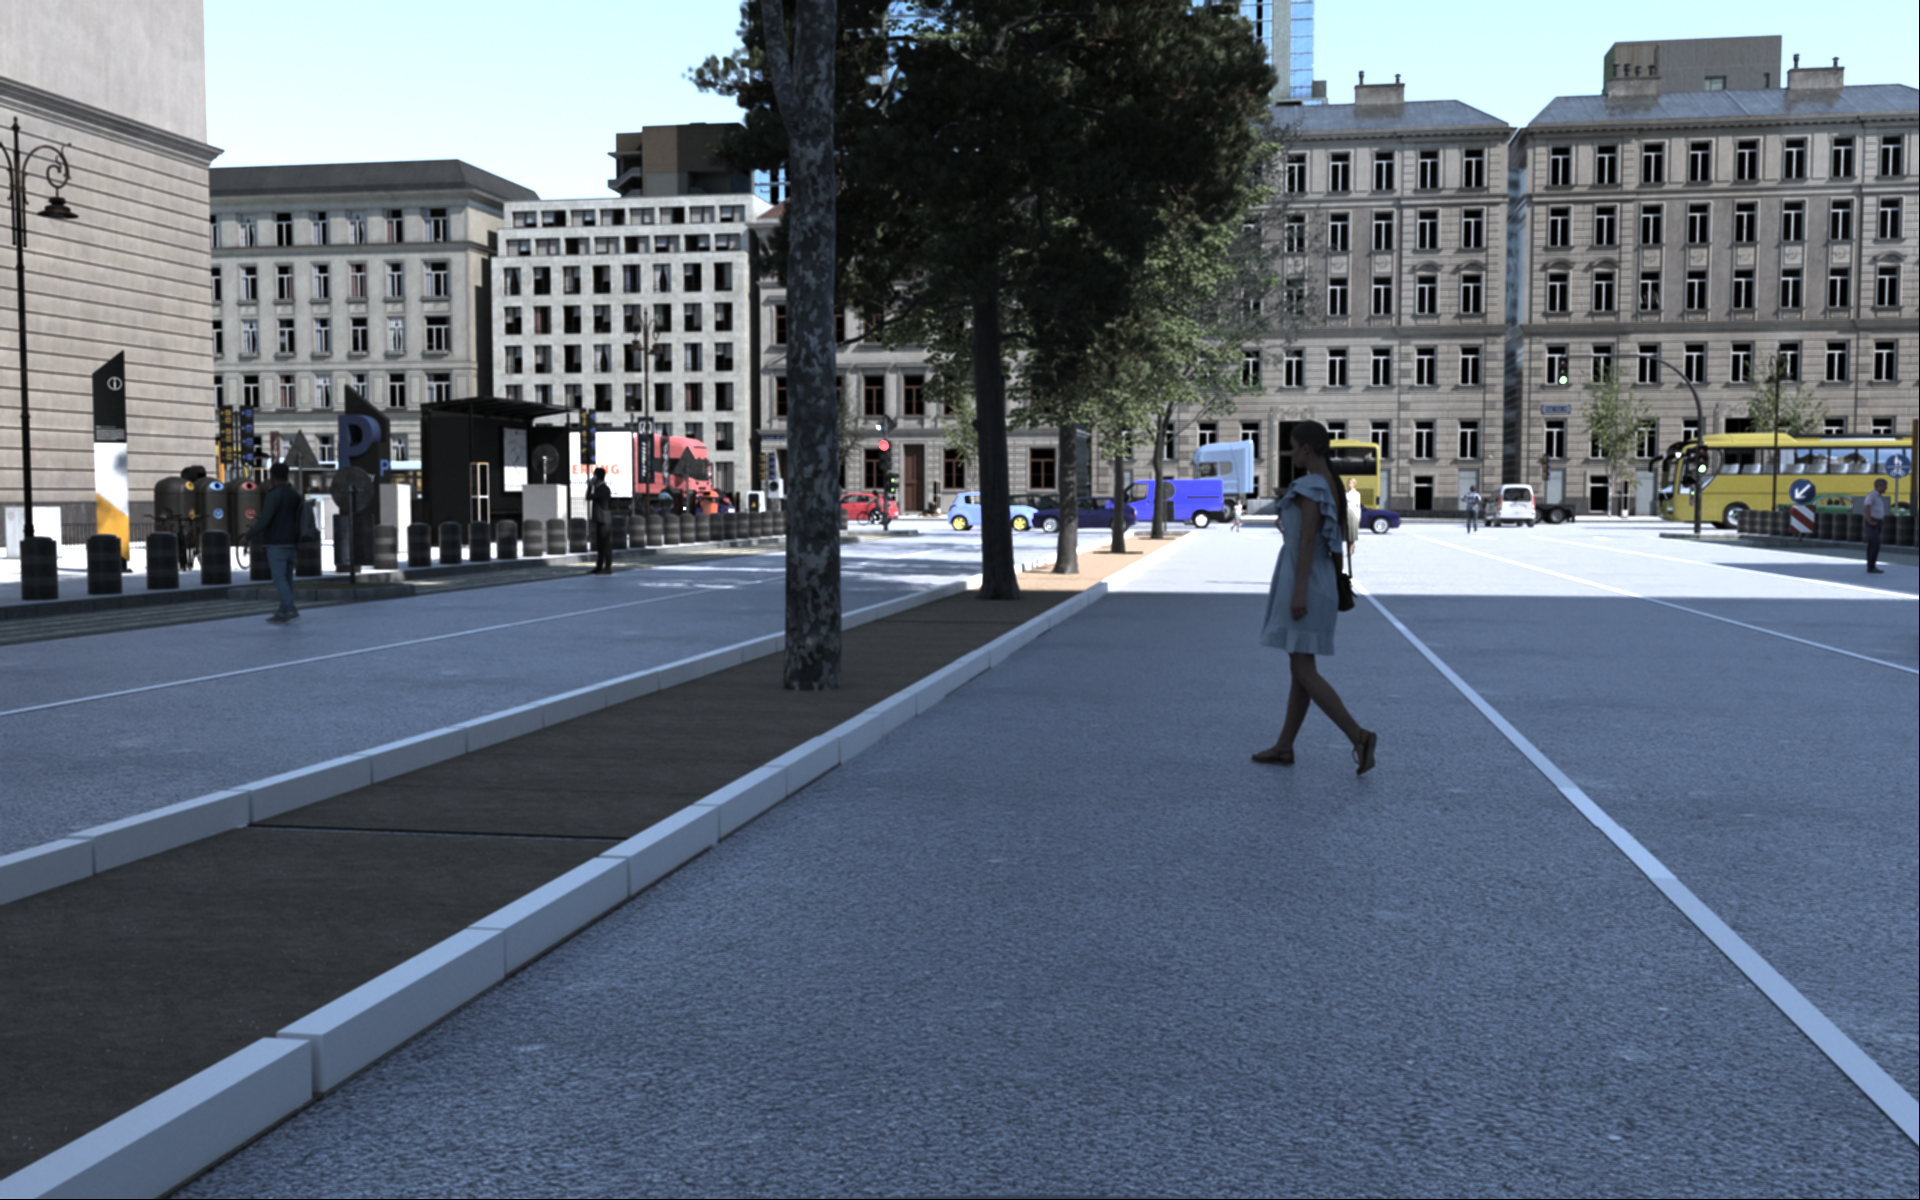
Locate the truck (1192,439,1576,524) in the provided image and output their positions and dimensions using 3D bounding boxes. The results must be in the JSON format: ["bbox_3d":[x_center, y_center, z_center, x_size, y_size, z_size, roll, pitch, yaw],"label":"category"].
[{"bbox_3d":[20.094,-5.803,84.643,18.799,4.110,2.967,1,4,10],"label":"truck"}]

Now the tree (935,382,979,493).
[{"bbox_3d":[0.681,-9.223,101.156,4.737,8.622,4.395,0,3,0],"label":"tree"}]

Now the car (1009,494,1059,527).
[{"bbox_3d":[3.333,-3.849,72.713,4.222,1.686,2.009,1,4,10],"label":"car"}]

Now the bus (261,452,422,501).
[{"bbox_3d":[-27.467,-5.360,82.491,13.247,3.499,2.948,1,4,10],"label":"bus"}]

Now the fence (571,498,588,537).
[{"bbox_3d":[-11.973,-2.516,52.333,2.264,1.192,0.480,2,4,33],"label":"fence"}]

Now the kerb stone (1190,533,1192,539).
[{"bbox_3d":[6.987,-1.903,53.315,0.120,0.150,1.000,1,4,10],"label":"kerb stone"}]

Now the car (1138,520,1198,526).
[{"bbox_3d":[9.289,-4.168,79.940,4.920,1.459,2.131,1,4,11],"label":"car"}]

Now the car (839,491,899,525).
[{"bbox_3d":[-5.173,-4.497,82.563,4.494,1.783,2.155,1,4,11],"label":"car"}]

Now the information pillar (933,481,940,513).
[{"bbox_3d":[-1.316,-5.710,97.853,0.304,2.012,0.304,2,4,32],"label":"information pillar"}]

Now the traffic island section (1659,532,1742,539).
[{"bbox_3d":[24.009,-2.085,56.370,2.009,0.180,2.903,1,4,10],"label":"traffic island section"}]

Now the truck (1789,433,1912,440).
[{"bbox_3d":[44.626,-5.639,81.113,11.283,4.237,2.839,1,4,9],"label":"truck"}]

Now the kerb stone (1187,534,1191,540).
[{"bbox_3d":[6.807,-1.836,52.298,0.120,0.150,1.000,1,4,10],"label":"kerb stone"}]

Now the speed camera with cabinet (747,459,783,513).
[{"bbox_3d":[-11.075,-6.356,98.255,2.038,3.252,0.660,1,4,18],"label":"speed camera with cabinet"}]

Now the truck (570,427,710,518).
[{"bbox_3d":[-15.638,-5.188,73.733,11.283,4.237,2.839,1,4,11],"label":"truck"}]

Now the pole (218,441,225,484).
[{"bbox_3d":[-28.263,-4.432,66.310,0.158,3.312,0.155,0,3,0],"label":"pole"}]

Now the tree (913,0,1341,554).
[{"bbox_3d":[3.798,-7.838,40.972,12.009,13.543,11.850,0,3,0],"label":"tree"}]

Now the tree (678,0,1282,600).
[{"bbox_3d":[0.367,-6.942,23.379,7.806,13.903,7.818,0,3,0],"label":"tree"}]

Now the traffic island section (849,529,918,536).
[{"bbox_3d":[-2.632,-2.368,60.996,2.009,0.180,2.903,1,4,10],"label":"traffic island section"}]

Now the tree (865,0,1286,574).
[{"bbox_3d":[1.881,-6.759,31.091,7.486,12.596,7.792,0,3,0],"label":"tree"}]

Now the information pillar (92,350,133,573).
[{"bbox_3d":[-13.746,-2.246,28.077,0.504,3.616,0.183,-2,4,-26],"label":"information pillar"}]

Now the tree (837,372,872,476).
[{"bbox_3d":[-7.456,-9.451,104.893,4.360,8.622,3.978,0,3,0],"label":"tree"}]

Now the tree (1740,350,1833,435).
[{"bbox_3d":[41.614,-8.422,88.062,4.737,8.622,4.395,0,3,0],"label":"tree"}]

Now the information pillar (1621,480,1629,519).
[{"bbox_3d":[34.624,-5.243,90.207,0.304,2.012,0.304,0,4,4],"label":"information pillar"}]

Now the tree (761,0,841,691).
[{"bbox_3d":[-2.133,-9.470,13.178,12.611,20.169,13.585,0,3,0],"label":"tree"}]

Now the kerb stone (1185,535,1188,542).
[{"bbox_3d":[6.465,-1.716,50.273,0.120,0.150,1.000,1,4,10],"label":"kerb stone"}]

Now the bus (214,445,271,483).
[{"bbox_3d":[-40.655,-5.919,88.326,12.252,3.916,2.896,1,4,10],"label":"bus"}]

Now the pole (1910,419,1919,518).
[{"bbox_3d":[26.033,-3.264,47.217,0.158,3.312,0.155,0,3,0],"label":"pole"}]

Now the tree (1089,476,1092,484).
[{"bbox_3d":[14.340,-11.451,170.938,4.285,4.588,4.351,0,3,0],"label":"tree"}]

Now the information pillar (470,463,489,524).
[{"bbox_3d":[-11.278,-2.214,40.692,0.304,2.012,0.304,3,4,37],"label":"information pillar"}]

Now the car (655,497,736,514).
[{"bbox_3d":[-10.956,-3.472,69.346,3.894,1.354,1.945,1,4,9],"label":"car"}]

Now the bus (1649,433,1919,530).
[{"bbox_3d":[34.519,-4.790,69.858,12.252,3.916,2.896,1,4,11],"label":"bus"}]

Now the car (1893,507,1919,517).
[{"bbox_3d":[35.618,-3.031,61.355,4.920,1.459,2.131,1,4,11],"label":"car"}]

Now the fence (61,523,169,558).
[{"bbox_3d":[-17.104,-1.203,35.049,2.069,0.683,0.278,-2,4,-24],"label":"fence"}]

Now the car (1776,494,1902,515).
[{"bbox_3d":[33.028,-3.242,64.800,4.920,1.459,2.131,1,4,10],"label":"car"}]

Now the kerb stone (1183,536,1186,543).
[{"bbox_3d":[6.280,-1.655,49.256,0.120,0.150,1.000,1,4,10],"label":"kerb stone"}]

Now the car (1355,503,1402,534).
[{"bbox_3d":[14.056,-3.088,63.073,3.894,1.354,1.945,1,4,10],"label":"car"}]

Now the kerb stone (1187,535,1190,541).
[{"bbox_3d":[6.644,-1.774,51.284,0.120,0.150,1.000,1,4,10],"label":"kerb stone"}]

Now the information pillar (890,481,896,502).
[{"bbox_3d":[-3.815,-5.781,99.013,0.304,2.012,0.304,-1,4,-10],"label":"information pillar"}]

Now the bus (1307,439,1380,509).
[{"bbox_3d":[17.015,-5.226,76.994,2.896,3.916,12.252,1,4,10],"label":"bus"}]

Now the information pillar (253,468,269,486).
[{"bbox_3d":[-19.720,-2.716,48.906,0.304,2.012,0.304,1,4,14],"label":"information pillar"}]

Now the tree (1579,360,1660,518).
[{"bbox_3d":[35.298,-8.761,93.597,4.737,8.622,4.395,0,3,0],"label":"tree"}]

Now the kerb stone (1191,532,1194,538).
[{"bbox_3d":[7.167,-1.965,54.326,0.120,0.150,1.000,1,4,10],"label":"kerb stone"}]

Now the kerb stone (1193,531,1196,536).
[{"bbox_3d":[7.523,-2.085,56.360,0.120,0.150,1.000,1,4,10],"label":"kerb stone"}]

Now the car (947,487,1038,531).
[{"bbox_3d":[1.373,-3.559,67.783,3.694,1.707,1.945,1,4,10],"label":"car"}]

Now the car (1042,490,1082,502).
[{"bbox_3d":[5.766,-4.833,88.802,4.222,1.686,2.009,1,4,9],"label":"car"}]

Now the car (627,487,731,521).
[{"bbox_3d":[-12.701,-4.140,76.359,5.304,1.827,2.281,0,4,8],"label":"car"}]

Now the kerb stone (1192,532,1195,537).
[{"bbox_3d":[7.338,-2.028,55.345,0.120,0.150,1.000,1,4,10],"label":"kerb stone"}]

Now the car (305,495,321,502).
[{"bbox_3d":[-27.170,-3.743,71.421,3.980,1.641,2.015,1,4,10],"label":"car"}]

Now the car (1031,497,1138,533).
[{"bbox_3d":[4.577,-3.124,63.665,3.894,1.354,1.945,0,4,8],"label":"car"}]
